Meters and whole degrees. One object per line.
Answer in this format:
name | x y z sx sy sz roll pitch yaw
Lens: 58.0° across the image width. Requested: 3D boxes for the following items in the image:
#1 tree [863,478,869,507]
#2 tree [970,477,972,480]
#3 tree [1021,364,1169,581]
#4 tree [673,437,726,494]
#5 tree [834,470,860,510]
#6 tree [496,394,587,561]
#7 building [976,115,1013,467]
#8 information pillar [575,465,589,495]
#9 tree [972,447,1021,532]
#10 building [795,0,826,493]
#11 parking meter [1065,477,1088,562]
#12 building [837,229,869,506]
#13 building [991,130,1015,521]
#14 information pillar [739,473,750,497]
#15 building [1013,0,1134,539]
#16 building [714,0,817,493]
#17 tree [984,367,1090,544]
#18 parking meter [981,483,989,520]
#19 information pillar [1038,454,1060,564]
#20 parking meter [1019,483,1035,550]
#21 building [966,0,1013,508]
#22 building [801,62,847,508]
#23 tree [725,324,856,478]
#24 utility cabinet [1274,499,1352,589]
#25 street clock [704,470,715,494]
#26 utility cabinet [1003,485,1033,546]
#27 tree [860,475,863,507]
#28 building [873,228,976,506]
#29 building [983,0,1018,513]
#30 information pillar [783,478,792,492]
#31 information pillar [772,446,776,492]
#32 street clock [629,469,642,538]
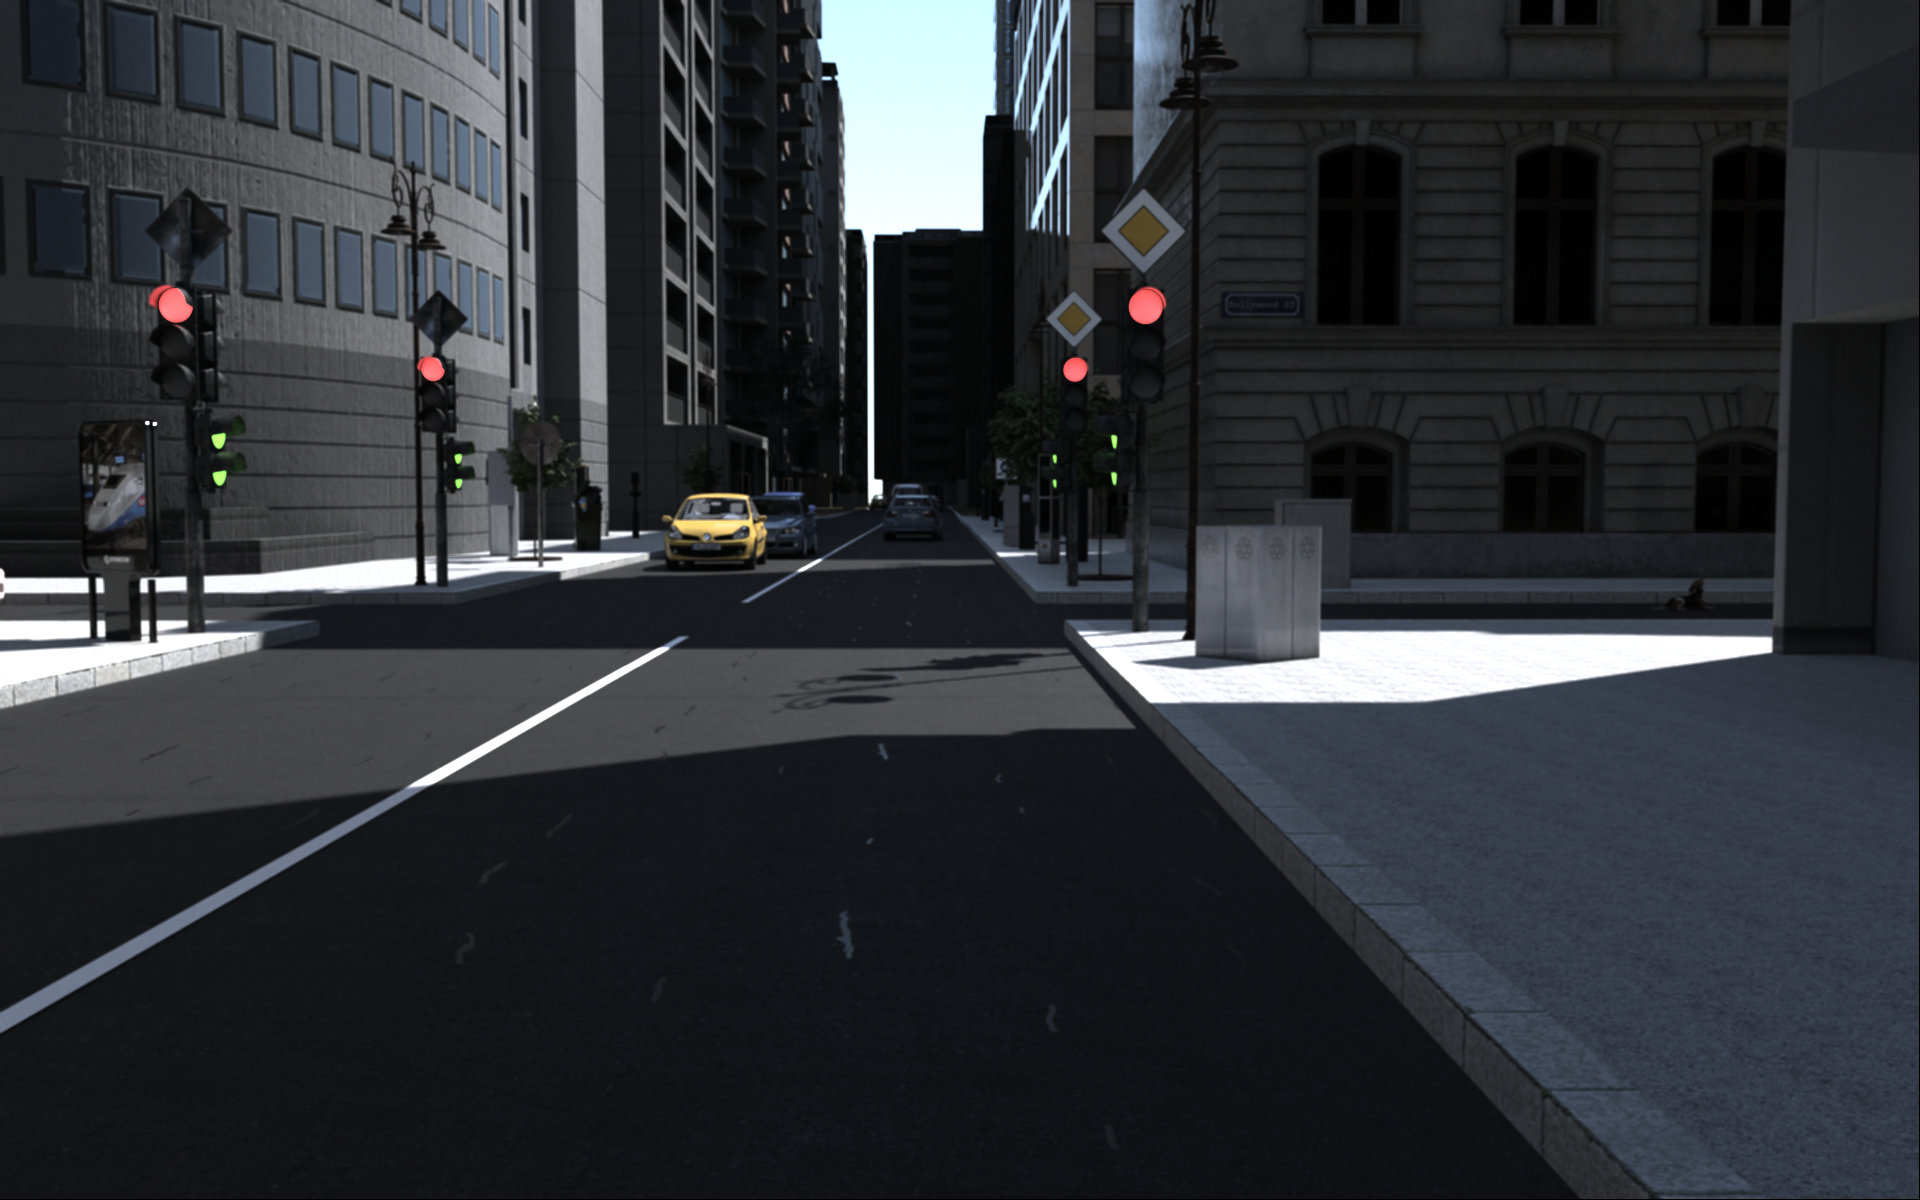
tree | -9.844 -10.972 173.992 1.663 3.219 1.824 0 3 0
tree | 1.360 -6.859 106.754 1.663 3.219 1.824 0 3 0
tree | 2.060 -1.928 26.126 1.663 3.219 1.824 0 3 0
tree | -8.651 -3.916 58.625 1.663 3.219 1.824 0 3 0
tree | -9.514 -8.886 139.890 1.663 3.219 1.824 0 3 0
tree | -8.222 -2.372 33.386 1.663 3.219 1.824 0 3 0
building | 8.717 -22.243 135.377 14.160 30.474 14.107 0 4 -1
information pillar | -9.651 -2.431 44.247 0.304 2.012 0.304 0 4 1
tree | 1.656 -3.915 58.619 1.663 3.219 1.824 0 3 0
building | -25.264 -33.747 141.003 28.713 52.752 27.495 0 4 -1
parking meter | 2.213 -1.663 32.907 0.399 1.863 0.255 3 4 38
building | -17.214 -25.598 190.221 14.107 30.474 14.160 0 4 -1
building | 8.034 -15.964 90.694 12.332 23.373 15.834 0 4 -1
information pillar | -7.686 -3.501 61.741 0.304 2.012 0.304 -2 4 -32
building | 12.436 -15.975 65.714 19.350 26.468 34.151 0 4 -1
building | -21.022 -28.035 112.998 22.147 44.769 28.867 0 4 -1
tree | 2.237 -3.751 45.038 4.285 4.588 4.351 0 3 0
parking meter | 1.241 -4.861 85.182 0.255 1.863 0.399 -2 4 -31
information pillar | 1.634 -1.670 31.789 0.304 2.012 0.304 2 4 35
parking meter | 1.556 -1.937 40.073 0.372 1.533 0.369 0 3 0
building | 12.019 -51.633 156.863 22.319 86.520 31.000 0 4 -1
building | -18.089 -29.553 166.781 14.086 41.232 14.154 0 4 -1
tree | -9.169 -9.773 94.198 8.767 10.594 7.601 2 4 32
utility cabinet | 4.774 -0.753 23.470 1.020 1.237 0.306 -1 4 -15
street clock | -7.573 -2.921 52.329 0.358 2.002 0.471 -1 4 -15
utility cabinet | 1.420 -2.048 42.159 0.318 1.500 1.173 -1 4 -21
tree | -9.933 -9.923 156.836 1.663 3.219 1.824 0 3 0
building | -2.555 -25.658 191.211 14.107 30.474 14.160 0 4 -1
building | 12.025 -41.505 116.852 20.563 71.187 20.611 0 4 -1
information pillar | -8.022 -4.666 80.785 0.304 2.012 0.304 2 4 25
information pillar | -9.075 -5.706 84.643 0.183 3.616 0.504 -1 4 -18
street clock | -9.429 -2.798 50.317 0.358 2.002 0.471 -1 4 -10
